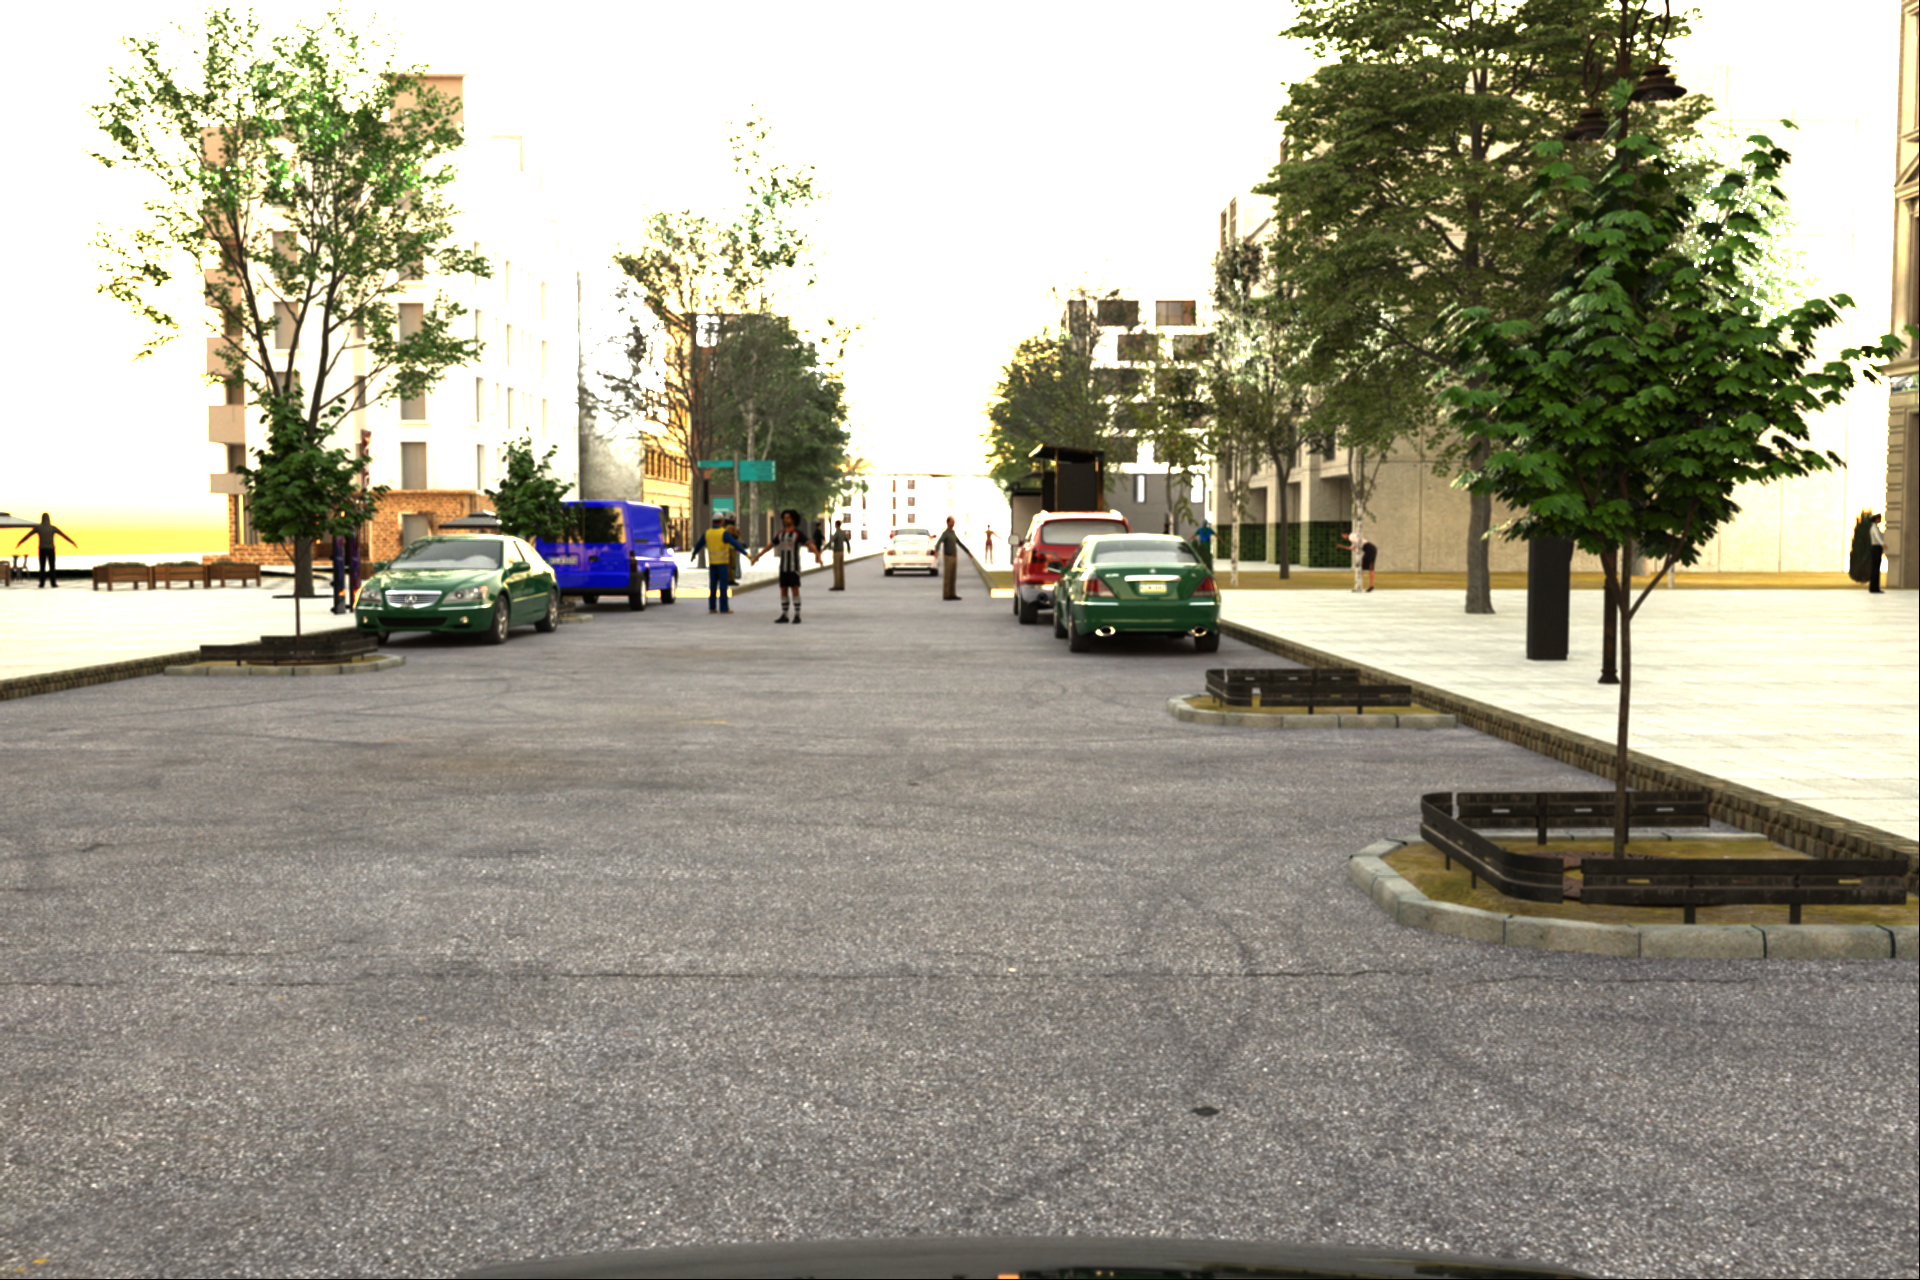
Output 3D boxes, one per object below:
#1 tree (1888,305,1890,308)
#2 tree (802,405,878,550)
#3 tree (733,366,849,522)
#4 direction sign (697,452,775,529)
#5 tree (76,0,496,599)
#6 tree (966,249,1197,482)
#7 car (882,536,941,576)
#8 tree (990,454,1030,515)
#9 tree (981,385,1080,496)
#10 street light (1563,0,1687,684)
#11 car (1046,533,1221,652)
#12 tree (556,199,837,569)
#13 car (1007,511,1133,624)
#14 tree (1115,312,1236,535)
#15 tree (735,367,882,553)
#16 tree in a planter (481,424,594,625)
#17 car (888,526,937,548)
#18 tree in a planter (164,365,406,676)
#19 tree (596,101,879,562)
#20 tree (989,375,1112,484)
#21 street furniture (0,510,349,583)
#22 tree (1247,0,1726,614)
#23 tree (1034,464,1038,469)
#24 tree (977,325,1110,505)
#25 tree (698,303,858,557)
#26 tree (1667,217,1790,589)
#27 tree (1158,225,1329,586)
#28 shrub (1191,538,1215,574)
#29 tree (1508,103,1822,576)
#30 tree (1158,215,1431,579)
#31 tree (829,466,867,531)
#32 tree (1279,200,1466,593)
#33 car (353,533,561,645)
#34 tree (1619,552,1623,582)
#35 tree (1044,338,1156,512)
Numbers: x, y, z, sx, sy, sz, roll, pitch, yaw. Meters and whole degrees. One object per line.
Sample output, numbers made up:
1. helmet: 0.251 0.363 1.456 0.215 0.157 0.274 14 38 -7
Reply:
1. tree: 26.283 -5.797 45.137 4.737 8.622 4.395 0 3 0
2. tree: -10.235 -12.892 136.540 9.928 11.665 9.643 0 3 0
3. tree: -10.833 -11.489 105.979 7.486 12.596 7.792 0 3 0
4. direction sign: -7.238 -4.156 56.719 2.525 3.948 1.411 0 4 0
5. tree: -13.210 -6.644 34.389 9.928 11.665 9.643 0 3 0
6. tree: 5.361 -10.076 75.105 12.009 13.543 11.850 0 3 0
7. car: -1.688 -2.934 60.330 2.083 1.381 4.827 0 4 -1
8. tree: 4.754 -11.860 144.269 4.737 8.622 4.395 0 3 0
9. tree: 5.294 -11.682 116.749 9.928 11.665 9.643 0 3 0
10. street light: 5.588 -2.565 14.732 0.468 5.910 1.993 0 3 0
11. car: 2.221 -0.651 22.445 2.131 1.459 4.920 0 4 -1
12. tree: -9.603 -9.374 63.642 12.009 13.543 11.850 0 3 0
13. car: 1.948 -1.252 29.137 2.281 1.827 5.304 0 4 0
14. tree: 7.368 -6.599 58.264 4.737 8.622 4.395 0 3 0
15. tree: -10.288 -12.634 116.934 12.009 13.543 11.850 0 3 0
16. tree in a planter: -7.069 -1.894 28.193 1.991 3.239 1.994 0 4 1
17. car: -2.215 -4.463 81.643 2.281 1.827 5.304 0 4 -1
18. tree in a planter: -7.070 -1.295 18.403 1.991 3.239 1.994 0 4 0
19. tree: -10.139 -13.622 78.615 12.611 20.169 13.585 0 3 0
20. tree: 5.621 -11.060 106.581 9.928 11.665 9.643 0 3 0
21. street furniture: -30.862 -2.814 51.039 27.439 1.986 14.083 0 4 -8
22. tree: 8.085 -6.683 27.402 7.486 12.596 7.792 0 3 0
23. tree: 5.532 -11.483 138.107 4.737 8.622 4.395 0 3 0
24. tree: 4.504 -10.789 94.521 7.486 12.596 7.792 0 3 0
25. tree: -9.994 -11.545 95.421 9.857 13.997 8.962 0 3 0
26. tree: 16.662 -5.523 40.668 4.360 8.622 3.978 0 3 0
27. tree: 6.498 -5.621 42.258 4.360 8.622 3.978 0 3 0
28. shrub: 5.972 -1.998 43.781 1.383 1.207 1.383 0 3 0
29. tree: 20.857 -8.954 53.056 9.857 13.997 8.962 0 3 0
30. tree: 9.441 -7.033 49.405 8.767 10.594 7.601 2 4 27
31. tree: -10.697 -11.962 145.948 4.360 8.622 3.978 0 3 0
32. tree: 8.521 -5.347 37.781 4.360 8.622 3.978 0 3 0
33. car: -6.844 -0.744 23.970 2.131 1.459 4.920 0 4 0
34. tree: 17.675 -5.821 45.539 4.737 8.622 4.395 0 3 0
35. tree: 4.919 -7.066 65.894 4.360 8.622 3.978 0 3 0
